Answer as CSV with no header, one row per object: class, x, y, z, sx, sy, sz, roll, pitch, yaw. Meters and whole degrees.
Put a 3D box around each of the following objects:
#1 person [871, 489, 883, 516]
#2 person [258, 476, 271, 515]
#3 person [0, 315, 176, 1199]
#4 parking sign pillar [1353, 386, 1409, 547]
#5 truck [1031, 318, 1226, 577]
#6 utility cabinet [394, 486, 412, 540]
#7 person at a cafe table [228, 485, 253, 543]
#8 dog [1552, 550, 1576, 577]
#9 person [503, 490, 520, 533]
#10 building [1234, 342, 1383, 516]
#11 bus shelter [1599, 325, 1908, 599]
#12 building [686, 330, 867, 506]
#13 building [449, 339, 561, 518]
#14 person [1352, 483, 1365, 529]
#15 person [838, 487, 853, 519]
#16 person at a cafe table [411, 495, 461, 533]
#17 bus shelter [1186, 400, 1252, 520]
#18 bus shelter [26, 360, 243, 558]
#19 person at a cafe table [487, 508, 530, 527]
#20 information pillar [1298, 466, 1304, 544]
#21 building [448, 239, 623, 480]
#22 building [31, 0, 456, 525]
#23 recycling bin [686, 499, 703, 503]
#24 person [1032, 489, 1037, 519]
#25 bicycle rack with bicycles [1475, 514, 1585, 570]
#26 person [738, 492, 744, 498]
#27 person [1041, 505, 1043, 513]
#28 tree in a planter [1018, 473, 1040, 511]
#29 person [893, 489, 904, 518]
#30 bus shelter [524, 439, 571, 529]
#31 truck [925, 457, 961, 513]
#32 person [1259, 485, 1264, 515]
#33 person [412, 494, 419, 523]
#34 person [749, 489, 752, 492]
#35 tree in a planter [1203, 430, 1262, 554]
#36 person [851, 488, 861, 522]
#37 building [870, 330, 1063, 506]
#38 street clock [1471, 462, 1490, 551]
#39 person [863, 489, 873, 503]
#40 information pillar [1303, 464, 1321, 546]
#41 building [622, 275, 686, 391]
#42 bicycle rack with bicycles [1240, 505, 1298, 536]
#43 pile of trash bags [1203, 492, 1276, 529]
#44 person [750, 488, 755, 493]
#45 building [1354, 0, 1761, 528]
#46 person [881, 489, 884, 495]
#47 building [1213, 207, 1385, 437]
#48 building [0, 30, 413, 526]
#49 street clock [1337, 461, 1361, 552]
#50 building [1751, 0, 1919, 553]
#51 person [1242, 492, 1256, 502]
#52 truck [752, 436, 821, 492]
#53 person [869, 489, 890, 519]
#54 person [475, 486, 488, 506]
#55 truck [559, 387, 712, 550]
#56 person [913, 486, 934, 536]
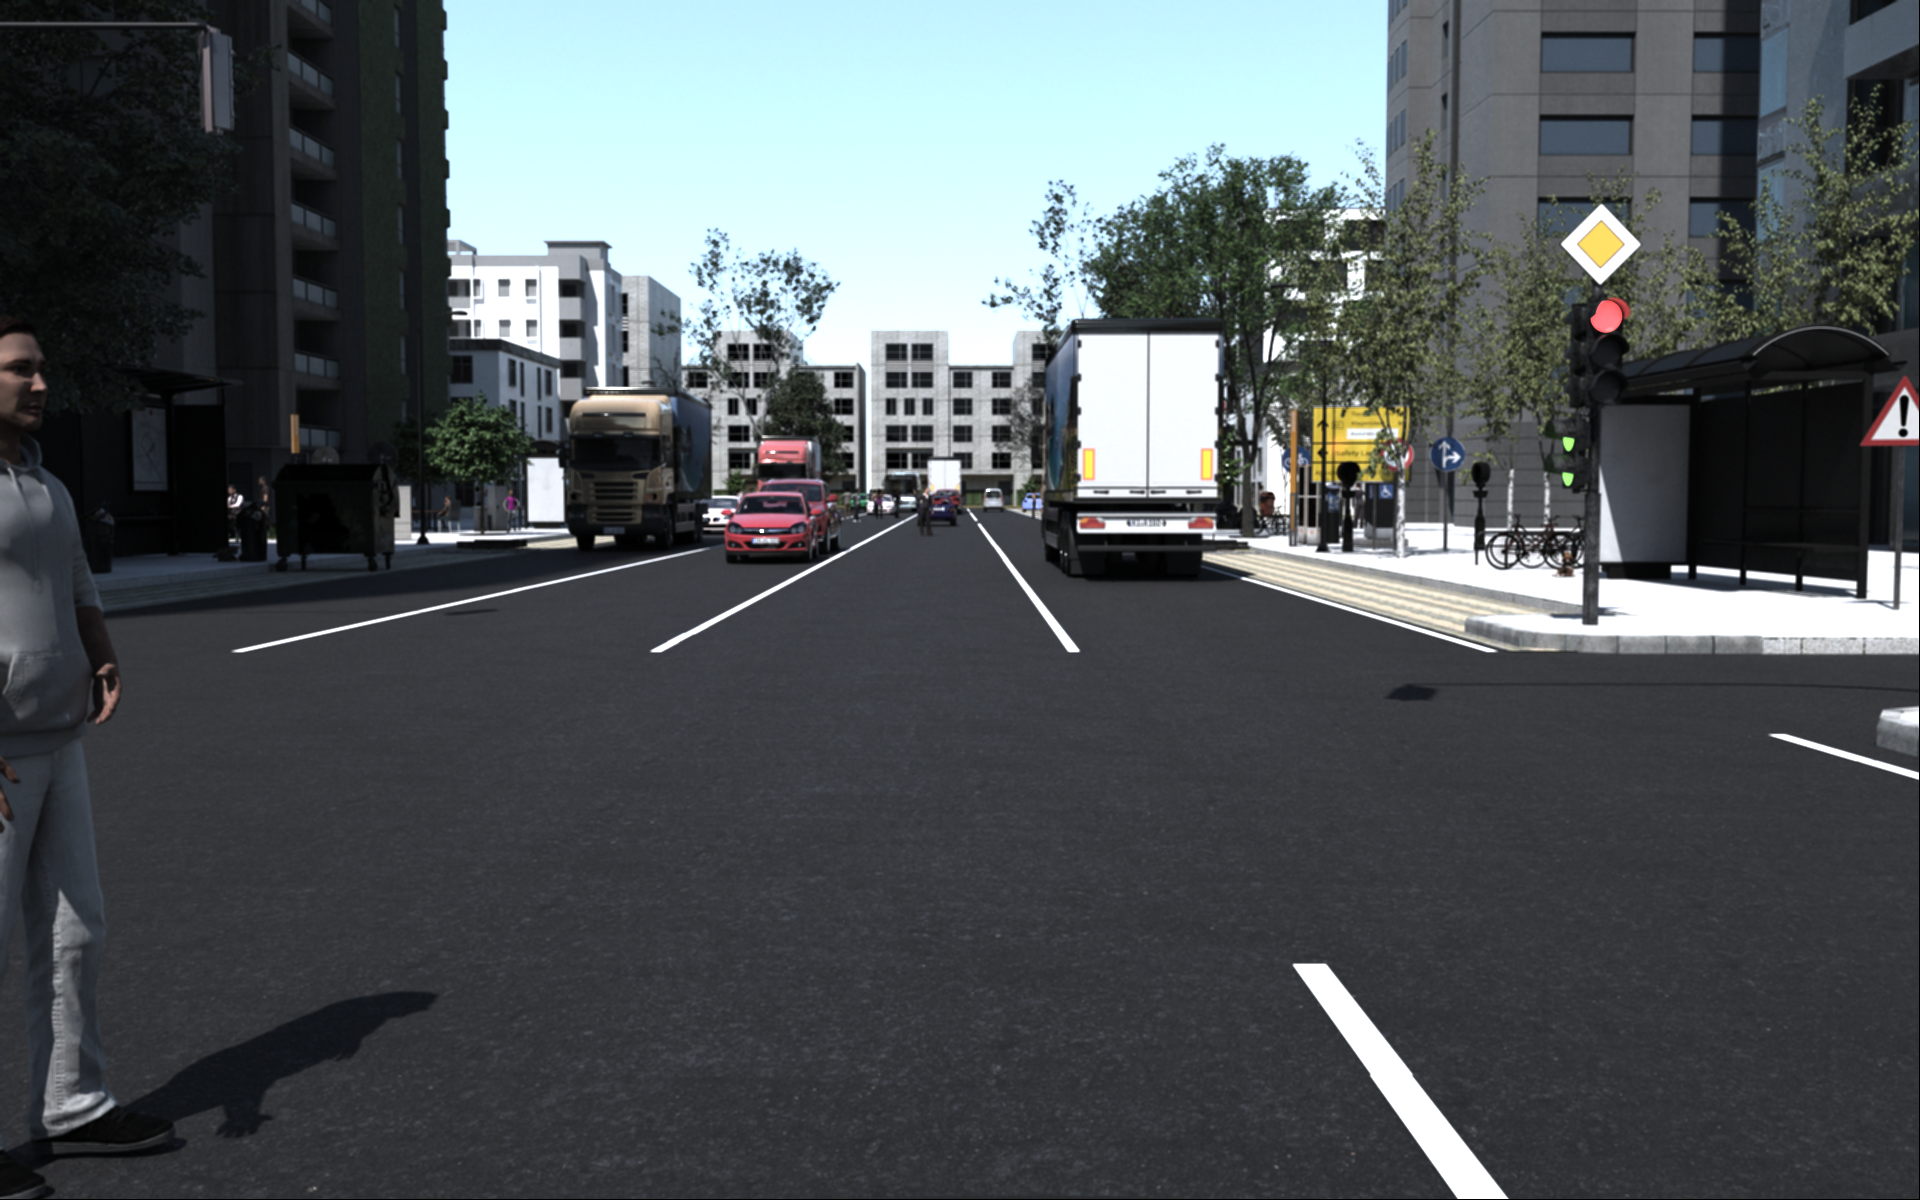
person,-5.391,-6.285,111.962,0.721,1.736,1.217,2,4,33
person,-20.667,-2.763,51.351,0.434,1.807,0.598,-1,4,-14
person,-1.944,0.309,3.596,0.789,1.805,0.875,1,4,9
parking sign pillar,10.331,-3.312,42.625,1.447,3.967,1.447,0,4,-1
truck,2.979,-2.713,33.264,2.839,4.237,11.283,0,4,0
utility cabinet,-15.759,-2.392,47.784,1.173,1.500,0.318,-1,4,-18
person at a cafe table,-19.463,-2.274,45.697,1.698,1.524,1.622,2,4,29
dog,9.371,-0.567,27.001,0.748,0.427,0.550,-2,4,-28
person,-14.788,-2.933,57.232,0.726,1.435,0.776,-2,4,-26
building,23.915,-10.239,109.563,9.099,9.664,28.070,0,3,0
bus shelter,10.314,-1.811,23.529,2.014,3.302,5.546,0,3,0
building,-26.699,-20.104,195.150,31.486,18.905,16.747,0,3,0
building,-29.330,-10.120,107.616,9.099,9.664,28.070,0,3,0
person,14.963,-3.526,64.494,0.742,1.727,0.445,-1,4,-11
person,-6.412,-5.521,98.767,1.348,1.824,0.705,-1,4,-10
person at a cafe table,-17.316,-2.850,57.466,1.726,1.238,1.698,2,4,31
bus shelter,10.299,-5.732,71.342,2.179,5.291,8.768,0,4,0
bus shelter,-15.801,-2.562,33.176,1.731,3.624,6.357,0,4,0
person at a cafe table,-17.889,-3.681,68.701,1.698,1.524,1.622,1,4,11
information pillar,8.919,-2.455,44.633,0.304,2.012,0.304,-2,4,-26
building,-33.063,-16.548,126.977,16.016,20.091,11.380,0,3,0
building,-33.484,-24.420,82.862,14.154,41.232,14.086,0,3,0
recycling bin,-13.918,-4.778,90.666,0.722,1.027,0.722,3,4,36
person,4.408,-5.647,101.533,0.721,1.736,1.217,0,4,-1
bicycle rack with bicycles,10.371,-1.034,30.289,2.925,0.926,2.852,0,4,2
person,-15.214,-6.946,120.281,0.551,1.740,0.621,2,4,25
person,3.346,-3.301,66.387,0.340,1.345,0.435,3,5,42
tree in a planter,5.934,-9.118,146.307,1.991,3.239,1.994,0,3,0
person,-3.702,-5.774,103.729,0.721,1.723,1.217,-2,4,-30
bus shelter,-15.355,-4.437,66.464,2.014,3.302,5.546,0,4,0
truck,-1.305,-9.005,136.144,2.839,4.237,11.283,0,4,-2
person,18.484,-6.116,106.039,0.705,1.824,1.348,1,4,12
person,-24.449,-4.126,77.413,0.435,1.345,0.340,-2,4,-31
person,-16.571,-8.045,138.395,0.721,1.723,1.217,0,4,-6
tree in a planter,6.149,-2.731,41.867,1.991,3.239,1.994,0,3,0
person,-5.348,-4.921,89.676,0.376,1.734,0.841,2,4,25
building,6.079,-20.098,195.061,31.486,18.905,16.747,0,3,0
street clock,11.832,-2.130,39.390,0.358,2.002,0.471,-1,4,-11
person,-7.057,-7.838,136.738,1.350,1.814,0.705,1,4,15
information pillar,8.804,-2.354,42.978,0.304,2.012,0.304,3,4,37
building,-40.830,-17.230,148.165,31.486,18.905,16.747,0,3,0
bicycle rack with bicycles,10.090,-2.526,54.686,2.852,0.926,2.925,-3,5,-39
pile of trash bags,10.338,-3.319,64.023,3.447,1.369,1.912,-2,4,-35
person,-14.954,-7.283,125.920,0.742,1.727,0.445,-3,5,-43
building,30.075,-32.720,76.968,21.231,58.520,28.212,0,3,0
person,-5.915,-7.621,133.131,0.705,1.821,1.348,1,4,11
building,34.022,-18.106,140.006,27.936,21.610,32.646,0,3,0
building,-28.784,-23.072,60.827,14.154,41.232,14.086,0,3,0
street clock,8.577,-2.061,38.267,0.471,2.002,0.358,-1,4,-8
building,34.971,-25.563,37.566,30.456,49.044,23.786,0,3,0
person,15.888,-5.277,95.505,0.628,1.438,0.799,2,4,29
truck,-8.433,-5.934,85.932,2.839,4.237,11.283,0,4,-1
person,-4.704,-5.615,100.993,1.217,1.739,0.721,0,4,-1
person,-20.995,-4.196,76.099,0.566,1.644,0.517,-1,4,-9
truck,-8.688,-3.593,47.663,2.839,4.237,11.283,0,4,-2
person,-1.253,-3.080,59.653,0.445,1.727,0.742,3,5,43
